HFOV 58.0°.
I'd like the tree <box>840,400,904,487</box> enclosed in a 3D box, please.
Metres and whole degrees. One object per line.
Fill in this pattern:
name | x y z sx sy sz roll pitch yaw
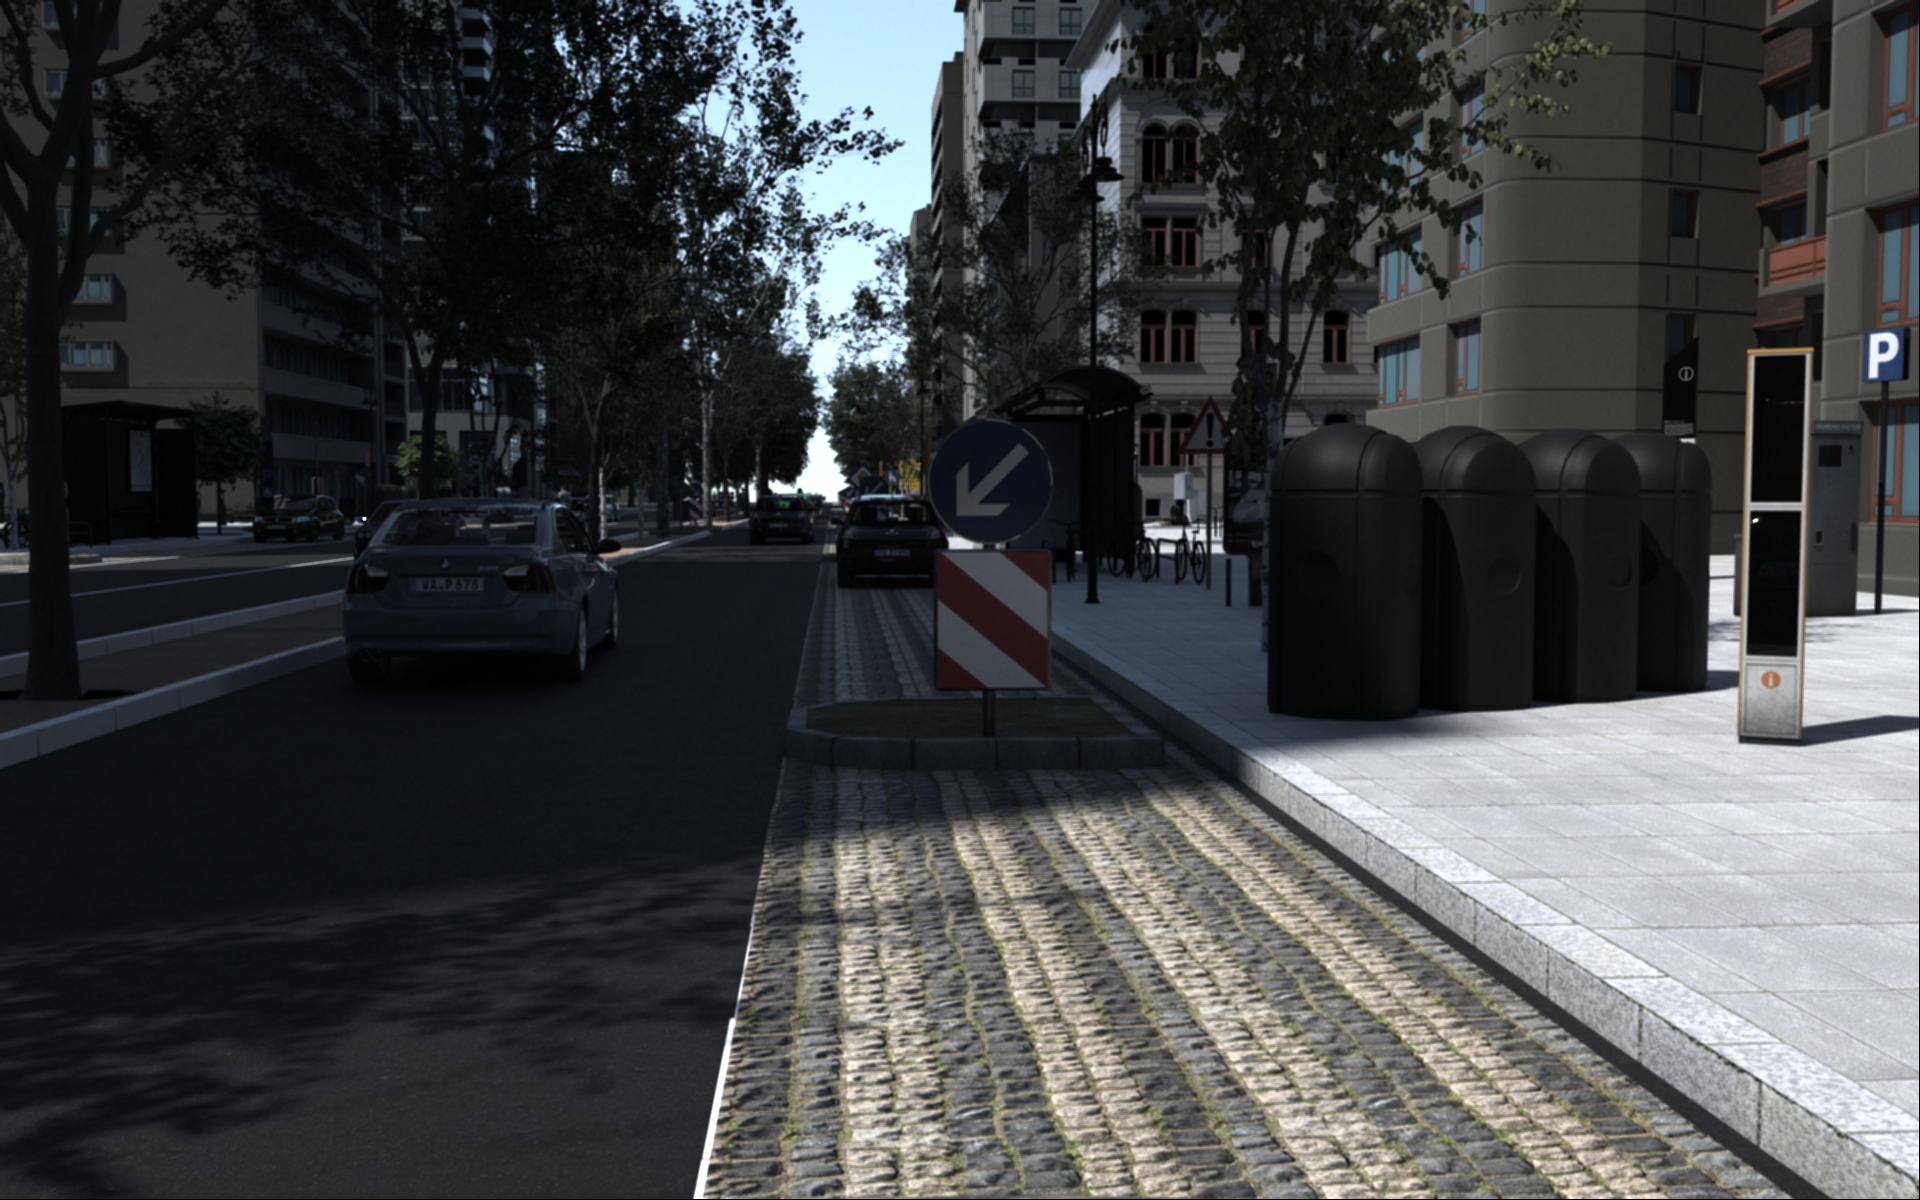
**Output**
tree | -6.067 -11.147 132.613 4.737 8.622 4.395 0 3 0

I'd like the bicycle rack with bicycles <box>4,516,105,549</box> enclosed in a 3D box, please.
bicycle rack with bicycles | -22.135 -1.729 41.658 2.925 0.926 2.852 -2 4 -29

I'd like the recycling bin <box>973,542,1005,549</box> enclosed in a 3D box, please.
recycling bin | 0.748 -1.652 39.566 0.722 1.027 0.722 2 4 24

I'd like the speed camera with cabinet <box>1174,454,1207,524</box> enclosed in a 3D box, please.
speed camera with cabinet | 9.982 -4.912 74.649 0.660 3.252 2.038 3 4 39

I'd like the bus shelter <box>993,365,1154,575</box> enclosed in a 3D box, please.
bus shelter | 1.824 -2.201 29.904 2.014 3.302 5.546 0 4 -4

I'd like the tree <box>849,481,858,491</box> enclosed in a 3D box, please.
tree | -12.355 -14.014 212.839 4.285 4.588 4.351 0 3 0

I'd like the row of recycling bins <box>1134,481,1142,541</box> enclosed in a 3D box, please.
row of recycling bins | 3.258 -2.495 47.898 3.534 1.692 1.069 0 4 -3

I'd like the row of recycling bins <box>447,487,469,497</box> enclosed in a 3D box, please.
row of recycling bins | -28.995 -5.438 96.019 3.534 1.692 1.069 0 4 -5

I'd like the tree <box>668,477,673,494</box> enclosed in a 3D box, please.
tree | -33.117 -12.402 197.374 1.663 3.219 1.824 0 3 0

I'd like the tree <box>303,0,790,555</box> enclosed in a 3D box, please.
tree | -7.700 -6.040 35.622 8.767 10.594 7.601 0 4 -4

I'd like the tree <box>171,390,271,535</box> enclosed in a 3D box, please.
tree | -23.419 -4.335 54.587 4.285 4.588 4.351 0 3 0

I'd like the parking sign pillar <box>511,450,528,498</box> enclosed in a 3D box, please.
parking sign pillar | -26.846 -7.162 105.572 1.447 3.967 1.447 1 4 14

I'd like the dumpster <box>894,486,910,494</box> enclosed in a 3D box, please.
dumpster | -3.239 -6.255 104.760 1.502 2.255 1.985 0 4 -4

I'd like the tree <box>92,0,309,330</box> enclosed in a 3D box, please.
tree | -7.035 -5.216 22.159 8.767 10.594 7.601 0 4 -4

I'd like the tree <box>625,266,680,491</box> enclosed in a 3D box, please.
tree | -8.632 -5.436 41.699 4.360 8.622 3.978 0 3 0

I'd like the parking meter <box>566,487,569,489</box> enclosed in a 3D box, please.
parking meter | -30.757 -7.964 135.915 0.399 1.863 0.255 -1 4 -18

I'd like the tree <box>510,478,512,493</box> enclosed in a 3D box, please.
tree | -29.894 -7.249 113.123 1.663 3.219 1.824 0 3 0

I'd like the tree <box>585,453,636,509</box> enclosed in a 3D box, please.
tree | -29.829 -10.160 149.833 4.285 4.588 4.351 0 3 0

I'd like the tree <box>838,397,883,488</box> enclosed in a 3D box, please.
tree | -10.630 -17.395 202.536 7.486 12.596 7.792 0 3 0

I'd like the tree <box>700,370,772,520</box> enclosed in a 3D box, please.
tree | -12.370 -8.758 96.020 4.360 8.622 3.978 0 3 0

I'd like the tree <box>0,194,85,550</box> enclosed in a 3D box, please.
tree | -21.996 -5.460 39.641 4.737 8.622 4.395 0 3 0

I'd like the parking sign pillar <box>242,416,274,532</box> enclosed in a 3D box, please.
parking sign pillar | -23.915 -4.342 59.472 1.447 3.967 1.447 -2 4 -33

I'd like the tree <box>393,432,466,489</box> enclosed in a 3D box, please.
tree | -25.129 -5.993 81.699 4.285 4.588 4.351 0 3 0

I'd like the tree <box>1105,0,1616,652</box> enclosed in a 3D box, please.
tree | 2.760 -3.891 13.981 4.737 8.622 4.395 0 3 0

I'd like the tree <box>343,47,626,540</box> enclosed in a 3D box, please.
tree | -7.815 -4.613 28.247 4.360 8.622 3.978 0 3 0

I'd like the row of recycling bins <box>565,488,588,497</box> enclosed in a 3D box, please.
row of recycling bins | -28.712 -7.457 129.039 1.069 1.692 3.534 -2 4 -32

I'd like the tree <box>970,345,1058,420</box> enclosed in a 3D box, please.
tree | 2.581 -8.259 85.398 4.360 8.622 3.978 0 3 0

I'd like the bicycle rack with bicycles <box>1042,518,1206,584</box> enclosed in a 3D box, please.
bicycle rack with bicycles | 2.310 -0.754 25.717 2.852 0.926 2.925 0 4 -1

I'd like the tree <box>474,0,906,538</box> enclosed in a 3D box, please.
tree | -8.459 -12.056 55.454 12.611 20.169 13.585 0 3 0

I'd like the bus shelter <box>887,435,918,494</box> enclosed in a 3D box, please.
bus shelter | -3.721 -8.338 113.951 2.179 5.291 8.768 0 4 -4

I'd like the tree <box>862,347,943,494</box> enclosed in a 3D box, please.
tree | -2.860 -8.316 86.327 4.360 8.622 3.978 0 3 0

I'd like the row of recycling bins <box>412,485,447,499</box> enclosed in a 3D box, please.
row of recycling bins | -24.159 -4.295 77.334 1.069 1.692 3.534 0 4 2

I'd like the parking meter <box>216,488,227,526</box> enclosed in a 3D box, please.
parking meter | -29.976 -3.785 70.295 0.372 1.533 0.369 0 3 0

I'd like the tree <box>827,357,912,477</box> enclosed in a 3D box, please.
tree | -8.205 -15.498 160.051 9.857 13.997 8.962 0 3 0

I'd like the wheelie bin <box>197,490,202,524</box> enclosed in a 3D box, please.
wheelie bin | -33.097 -4.078 74.582 0.693 1.594 0.980 1 4 22

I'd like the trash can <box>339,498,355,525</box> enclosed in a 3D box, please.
trash can | -25.471 -3.685 71.903 0.748 1.137 0.748 0 3 0

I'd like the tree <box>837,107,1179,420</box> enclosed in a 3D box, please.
tree | 1.027 -6.629 42.803 8.767 10.594 7.601 0 4 3

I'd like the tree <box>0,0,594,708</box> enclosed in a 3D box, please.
tree | -6.396 -6.057 11.866 12.009 13.543 11.850 0 3 0

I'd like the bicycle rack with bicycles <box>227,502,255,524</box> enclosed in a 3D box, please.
bicycle rack with bicycles | -31.018 -3.853 76.385 2.925 0.926 2.852 0 4 -3

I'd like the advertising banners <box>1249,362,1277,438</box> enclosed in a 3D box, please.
advertising banners | 4.499 -1.616 22.615 0.090 3.025 2.074 -3 4 -36

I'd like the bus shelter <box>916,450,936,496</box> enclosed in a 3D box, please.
bus shelter | -0.934 -5.241 79.620 2.014 3.302 5.546 0 4 -4

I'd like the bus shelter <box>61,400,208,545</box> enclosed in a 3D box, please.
bus shelter | -22.074 -3.371 46.391 1.731 3.624 6.357 0 4 -4

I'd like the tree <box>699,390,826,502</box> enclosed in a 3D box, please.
tree | -15.556 -13.428 139.014 9.611 12.733 9.660 0 3 0

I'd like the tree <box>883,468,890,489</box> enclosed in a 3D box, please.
tree | -5.298 -8.045 126.131 1.663 3.219 1.824 0 3 0

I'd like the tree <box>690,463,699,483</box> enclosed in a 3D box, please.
tree | -41.334 -23.558 302.185 9.611 12.733 9.660 0 3 0

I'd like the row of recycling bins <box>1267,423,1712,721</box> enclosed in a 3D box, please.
row of recycling bins | 3.437 -0.227 10.822 3.534 1.692 1.069 -2 4 -32

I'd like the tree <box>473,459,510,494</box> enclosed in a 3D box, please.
tree | -25.502 -6.065 93.759 1.663 3.219 1.824 0 3 0

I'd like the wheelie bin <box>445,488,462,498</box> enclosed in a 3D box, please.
wheelie bin | -27.138 -5.197 92.880 0.980 1.594 0.693 0 4 -2

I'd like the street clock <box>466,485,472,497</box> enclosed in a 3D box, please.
street clock | -40.279 -8.415 142.161 0.471 2.002 0.358 -2 4 -25

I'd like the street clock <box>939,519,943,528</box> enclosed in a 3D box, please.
street clock | -0.587 -3.082 54.962 0.358 2.002 0.471 2 4 28

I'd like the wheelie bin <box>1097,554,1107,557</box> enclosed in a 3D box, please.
wheelie bin | 3.048 -1.673 35.265 0.693 1.594 0.980 0 4 6

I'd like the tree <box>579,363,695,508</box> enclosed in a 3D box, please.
tree | -30.440 -15.466 159.526 9.857 13.997 8.962 0 3 0

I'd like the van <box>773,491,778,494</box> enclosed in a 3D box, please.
van | -28.457 -15.687 263.499 2.013 2.044 4.112 0 4 -6

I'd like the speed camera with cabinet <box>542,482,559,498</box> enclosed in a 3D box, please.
speed camera with cabinet | -31.531 -8.542 134.002 0.660 3.252 2.038 1 4 23

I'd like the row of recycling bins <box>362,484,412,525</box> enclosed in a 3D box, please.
row of recycling bins | -24.409 -4.056 73.427 1.069 1.692 3.534 0 4 -2

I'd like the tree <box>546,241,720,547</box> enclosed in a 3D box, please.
tree | -8.711 -5.761 47.008 4.737 8.622 4.395 0 3 0

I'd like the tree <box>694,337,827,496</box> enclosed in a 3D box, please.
tree | -14.598 -13.415 128.447 9.857 13.997 8.962 0 3 0

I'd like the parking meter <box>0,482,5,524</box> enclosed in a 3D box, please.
parking meter | -41.571 -4.234 74.941 0.399 1.863 0.255 -3 5 -39
